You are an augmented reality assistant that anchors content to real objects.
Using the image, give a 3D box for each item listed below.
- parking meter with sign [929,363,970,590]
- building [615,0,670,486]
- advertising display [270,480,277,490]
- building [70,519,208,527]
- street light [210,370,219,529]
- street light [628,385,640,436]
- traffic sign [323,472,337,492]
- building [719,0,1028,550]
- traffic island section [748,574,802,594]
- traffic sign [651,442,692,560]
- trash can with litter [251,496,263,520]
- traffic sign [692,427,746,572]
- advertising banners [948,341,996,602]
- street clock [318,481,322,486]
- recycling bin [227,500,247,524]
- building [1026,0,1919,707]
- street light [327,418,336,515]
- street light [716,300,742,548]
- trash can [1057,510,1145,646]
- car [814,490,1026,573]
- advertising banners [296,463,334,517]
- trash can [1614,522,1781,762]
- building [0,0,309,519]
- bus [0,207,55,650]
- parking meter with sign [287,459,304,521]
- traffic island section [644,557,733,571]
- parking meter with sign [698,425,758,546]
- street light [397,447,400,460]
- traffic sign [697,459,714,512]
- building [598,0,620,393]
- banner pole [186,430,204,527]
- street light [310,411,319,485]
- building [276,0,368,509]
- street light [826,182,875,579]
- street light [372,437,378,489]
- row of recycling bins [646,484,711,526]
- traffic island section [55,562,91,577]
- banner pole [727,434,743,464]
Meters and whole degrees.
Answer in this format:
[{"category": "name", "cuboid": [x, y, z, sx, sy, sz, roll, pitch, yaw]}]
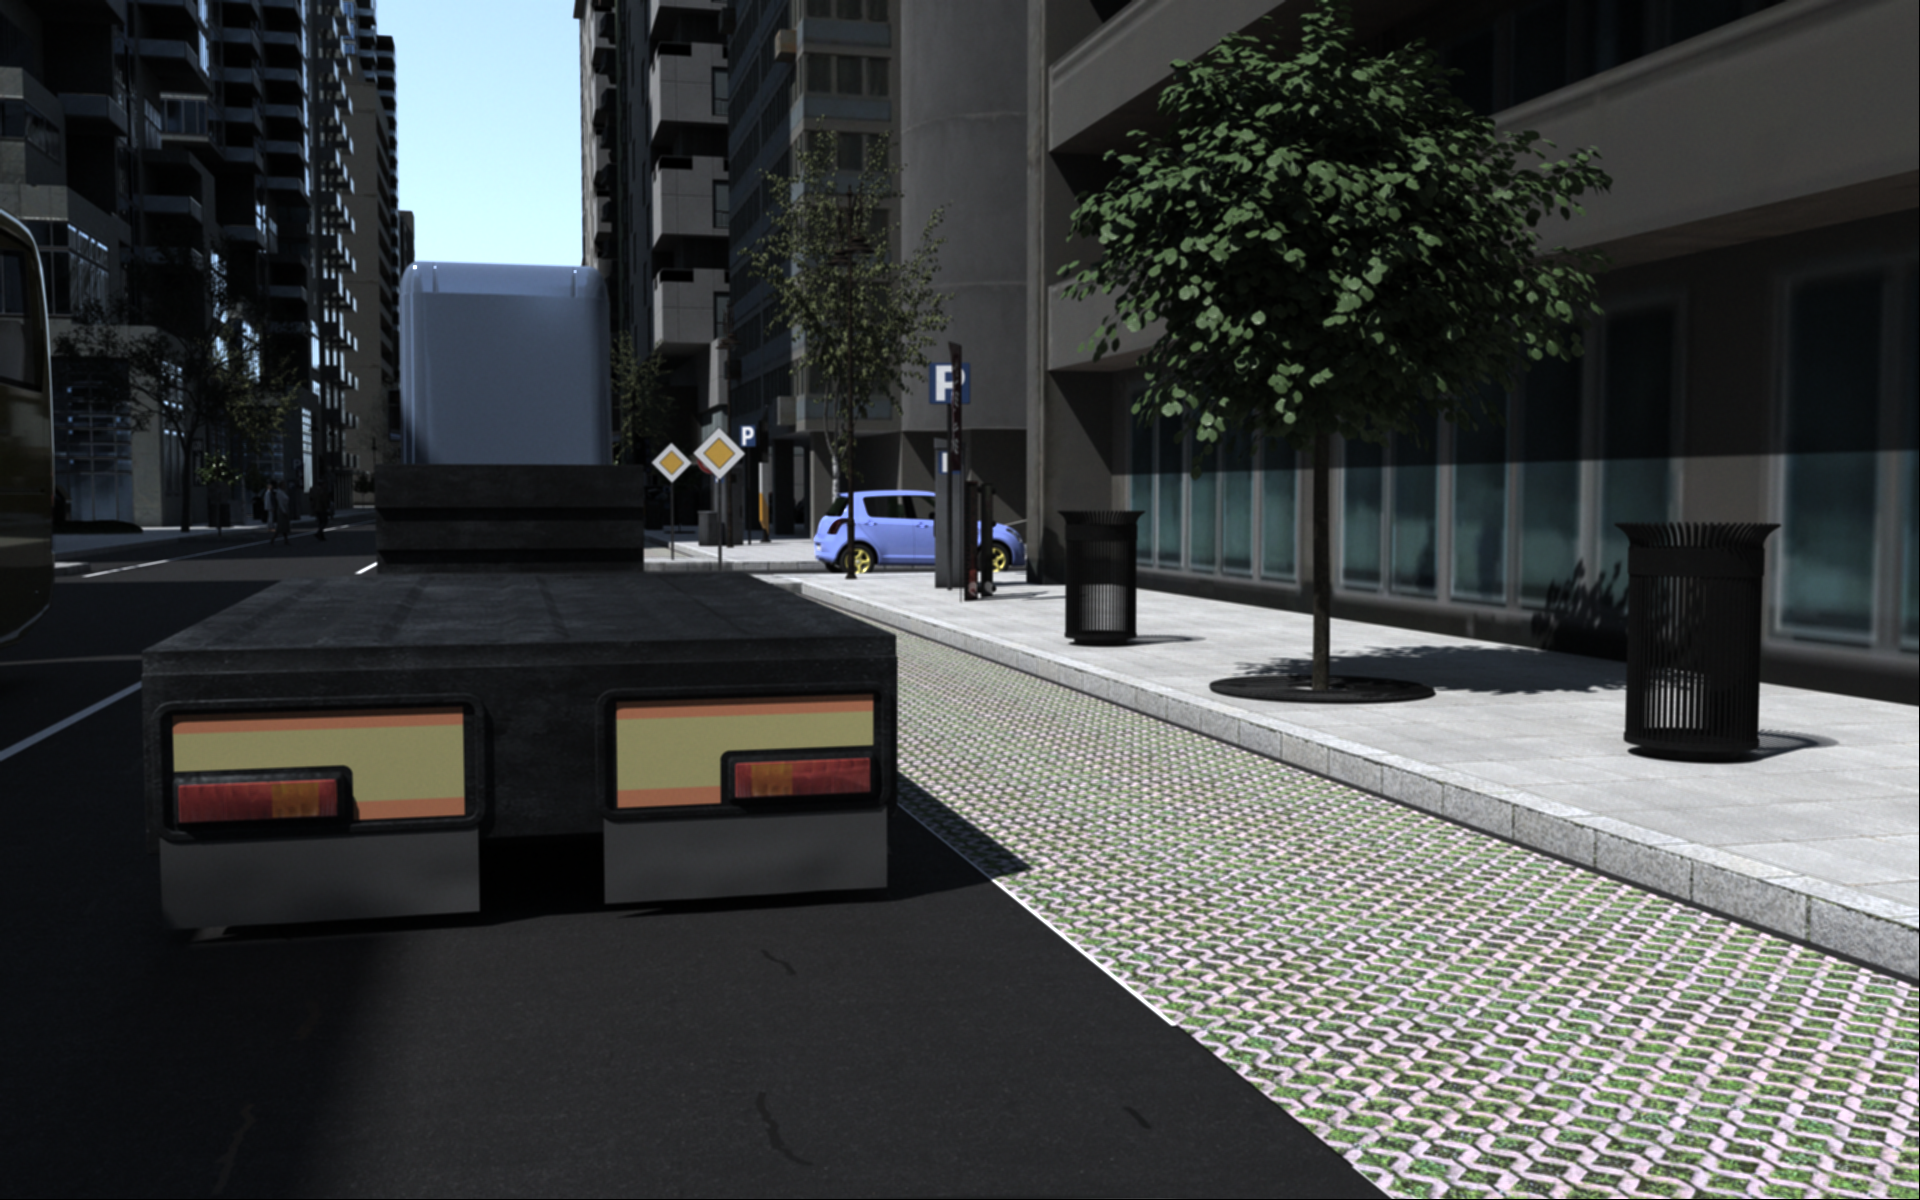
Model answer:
[{"category": "parking meter with sign", "cuboid": [-0.095, -1.689, 23.869, 0.543, 3.016, 1.738, 0, 4, 3]}, {"category": "building", "cuboid": [-16.432, -26.616, 118.761, 14.154, 41.232, 14.086, -1, 4, -14]}, {"category": "advertising display", "cuboid": [-31.950, -4.617, 80.695, 0.123, 1.923, 0.974, -2, 4, -32]}, {"category": "building", "cuboid": [-45.446, -46.707, 76.334, 22.319, 86.520, 31.000, -1, 4, -14]}, {"category": "street light", "cuboid": [-27.517, -5.586, 64.116, 0.468, 5.910, 1.993, -1, 4, -14]}, {"category": "street light", "cuboid": [-13.801, -6.154, 73.408, 0.468, 5.910, 1.993, -1, 4, -14]}, {"category": "traffic sign", "cuboid": [-36.919, -6.202, 101.500, 0.768, 2.556, 0.104, -1, 4, -13]}, {"category": "building", "cuboid": [5.402, -22.190, 54.686, 23.993, 40.220, 32.217, -1, 4, -14]}, {"category": "traffic island section", "cuboid": [-3.582, -0.229, 26.025, 2.009, 0.180, 2.903, -1, 4, -14]}, {"category": "traffic sign", "cuboid": [-5.600, -1.837, 33.674, 0.795, 2.450, 0.064, -1, 4, -14]}, {"category": "trash can with litter", "cuboid": [-35.366, -4.626, 87.016, 0.624, 1.170, 1.055, -2, 4, -29]}, {"category": "traffic sign", "cuboid": [-3.602, -1.364, 25.942, 0.795, 2.450, 0.064, -1, 4, -14]}, {"category": "advertising banners", "cuboid": [0.144, -1.513, 20.928, 0.090, 3.025, 2.074, 1, 4, 16]}, {"category": "street clock", "cuboid": [-36.269, -5.740, 98.426, 0.471, 2.002, 0.358, 3, 5, 44]}, {"category": "recycling bin", "cuboid": [-30.839, -3.751, 73.888, 0.722, 1.027, 0.722, -1, 4, -18]}, {"category": "building", "cuboid": [13.898, -24.003, 16.155, 21.300, 48.544, 21.600, -1, 4, -14]}, {"category": "street light", "cuboid": [-37.916, -8.063, 104.620, 0.468, 5.910, 1.993, -1, 4, -14]}, {"category": "street light", "cuboid": [-5.513, -4.196, 41.387, 0.468, 5.910, 1.993, -1, 4, -14]}, {"category": "trash can", "cuboid": [1.202, -0.191, 14.773, 0.748, 1.137, 0.748, 0, 3, 0]}, {"category": "car", "cuboid": [-0.688, -1.266, 30.296, 3.694, 1.707, 1.945, -1, 4, -15]}, {"category": "advertising banners", "cuboid": [-36.852, -6.280, 98.857, 2.074, 3.025, 0.090, -1, 4, -14]}, {"category": "trash can", "cuboid": [3.587, 0.194, 8.474, 0.748, 1.137, 0.748, 0, 3, 0]}, {"category": "building", "cuboid": [-53.914, -48.949, 112.993, 22.319, 86.520, 31.000, -1, 4, -14]}, {"category": "bus", "cuboid": [-6.648, -0.972, 7.447, 2.896, 3.916, 12.252, -1, 4, -16]}, {"category": "parking meter with sign", "cuboid": [-32.464, -5.385, 84.312, 0.543, 3.016, 1.738, 0, 4, -5]}, {"category": "traffic island section", "cuboid": [-5.579, -0.702, 33.757, 2.009, 0.180, 2.903, -1, 4, -14]}, {"category": "parking meter with sign", "cuboid": [-5.813, -2.875, 43.260, 0.543, 3.016, 1.738, 2, 4, 34]}, {"category": "street light", "cuboid": [-54.657, -12.006, 169.080, 0.468, 5.910, 1.993, -1, 4, -14]}, {"category": "traffic sign", "cuboid": [-6.302, -2.689, 44.075, 0.768, 2.556, 0.104, 0, 4, -5]}, {"category": "building", "cuboid": [-17.550, -29.717, 140.502, 22.147, 44.769, 28.867, -1, 4, -14]}, {"category": "banner pole", "cuboid": [-30.040, -4.769, 67.996, 0.401, 3.779, 0.863, 2, 4, 33]}, {"category": "street light", "cuboid": [-36.015, -7.582, 96.761, 0.468, 5.910, 1.993, -1, 4, -14]}, {"category": "building", "cuboid": [-62.792, -32.079, 144.101, 23.786, 49.044, 30.456, -1, 4, -14]}, {"category": "street light", "cuboid": [-1.647, -3.257, 26.035, 0.468, 5.910, 1.993, -1, 4, -14]}, {"category": "street light", "cuboid": [-46.322, -10.048, 137.071, 0.468, 5.910, 1.993, -1, 4, -14]}, {"category": "row of recycling bins", "cuboid": [-11.474, -3.888, 70.682, 3.534, 1.692, 1.069, 0, 4, 4]}, {"category": "traffic island section", "cuboid": [-16.804, -0.526, 30.874, 2.009, 0.180, 2.903, -1, 4, -14]}, {"category": "banner pole", "cuboid": [-9.369, -4.998, 71.734, 0.863, 3.779, 0.401, -1, 4, -20]}]
